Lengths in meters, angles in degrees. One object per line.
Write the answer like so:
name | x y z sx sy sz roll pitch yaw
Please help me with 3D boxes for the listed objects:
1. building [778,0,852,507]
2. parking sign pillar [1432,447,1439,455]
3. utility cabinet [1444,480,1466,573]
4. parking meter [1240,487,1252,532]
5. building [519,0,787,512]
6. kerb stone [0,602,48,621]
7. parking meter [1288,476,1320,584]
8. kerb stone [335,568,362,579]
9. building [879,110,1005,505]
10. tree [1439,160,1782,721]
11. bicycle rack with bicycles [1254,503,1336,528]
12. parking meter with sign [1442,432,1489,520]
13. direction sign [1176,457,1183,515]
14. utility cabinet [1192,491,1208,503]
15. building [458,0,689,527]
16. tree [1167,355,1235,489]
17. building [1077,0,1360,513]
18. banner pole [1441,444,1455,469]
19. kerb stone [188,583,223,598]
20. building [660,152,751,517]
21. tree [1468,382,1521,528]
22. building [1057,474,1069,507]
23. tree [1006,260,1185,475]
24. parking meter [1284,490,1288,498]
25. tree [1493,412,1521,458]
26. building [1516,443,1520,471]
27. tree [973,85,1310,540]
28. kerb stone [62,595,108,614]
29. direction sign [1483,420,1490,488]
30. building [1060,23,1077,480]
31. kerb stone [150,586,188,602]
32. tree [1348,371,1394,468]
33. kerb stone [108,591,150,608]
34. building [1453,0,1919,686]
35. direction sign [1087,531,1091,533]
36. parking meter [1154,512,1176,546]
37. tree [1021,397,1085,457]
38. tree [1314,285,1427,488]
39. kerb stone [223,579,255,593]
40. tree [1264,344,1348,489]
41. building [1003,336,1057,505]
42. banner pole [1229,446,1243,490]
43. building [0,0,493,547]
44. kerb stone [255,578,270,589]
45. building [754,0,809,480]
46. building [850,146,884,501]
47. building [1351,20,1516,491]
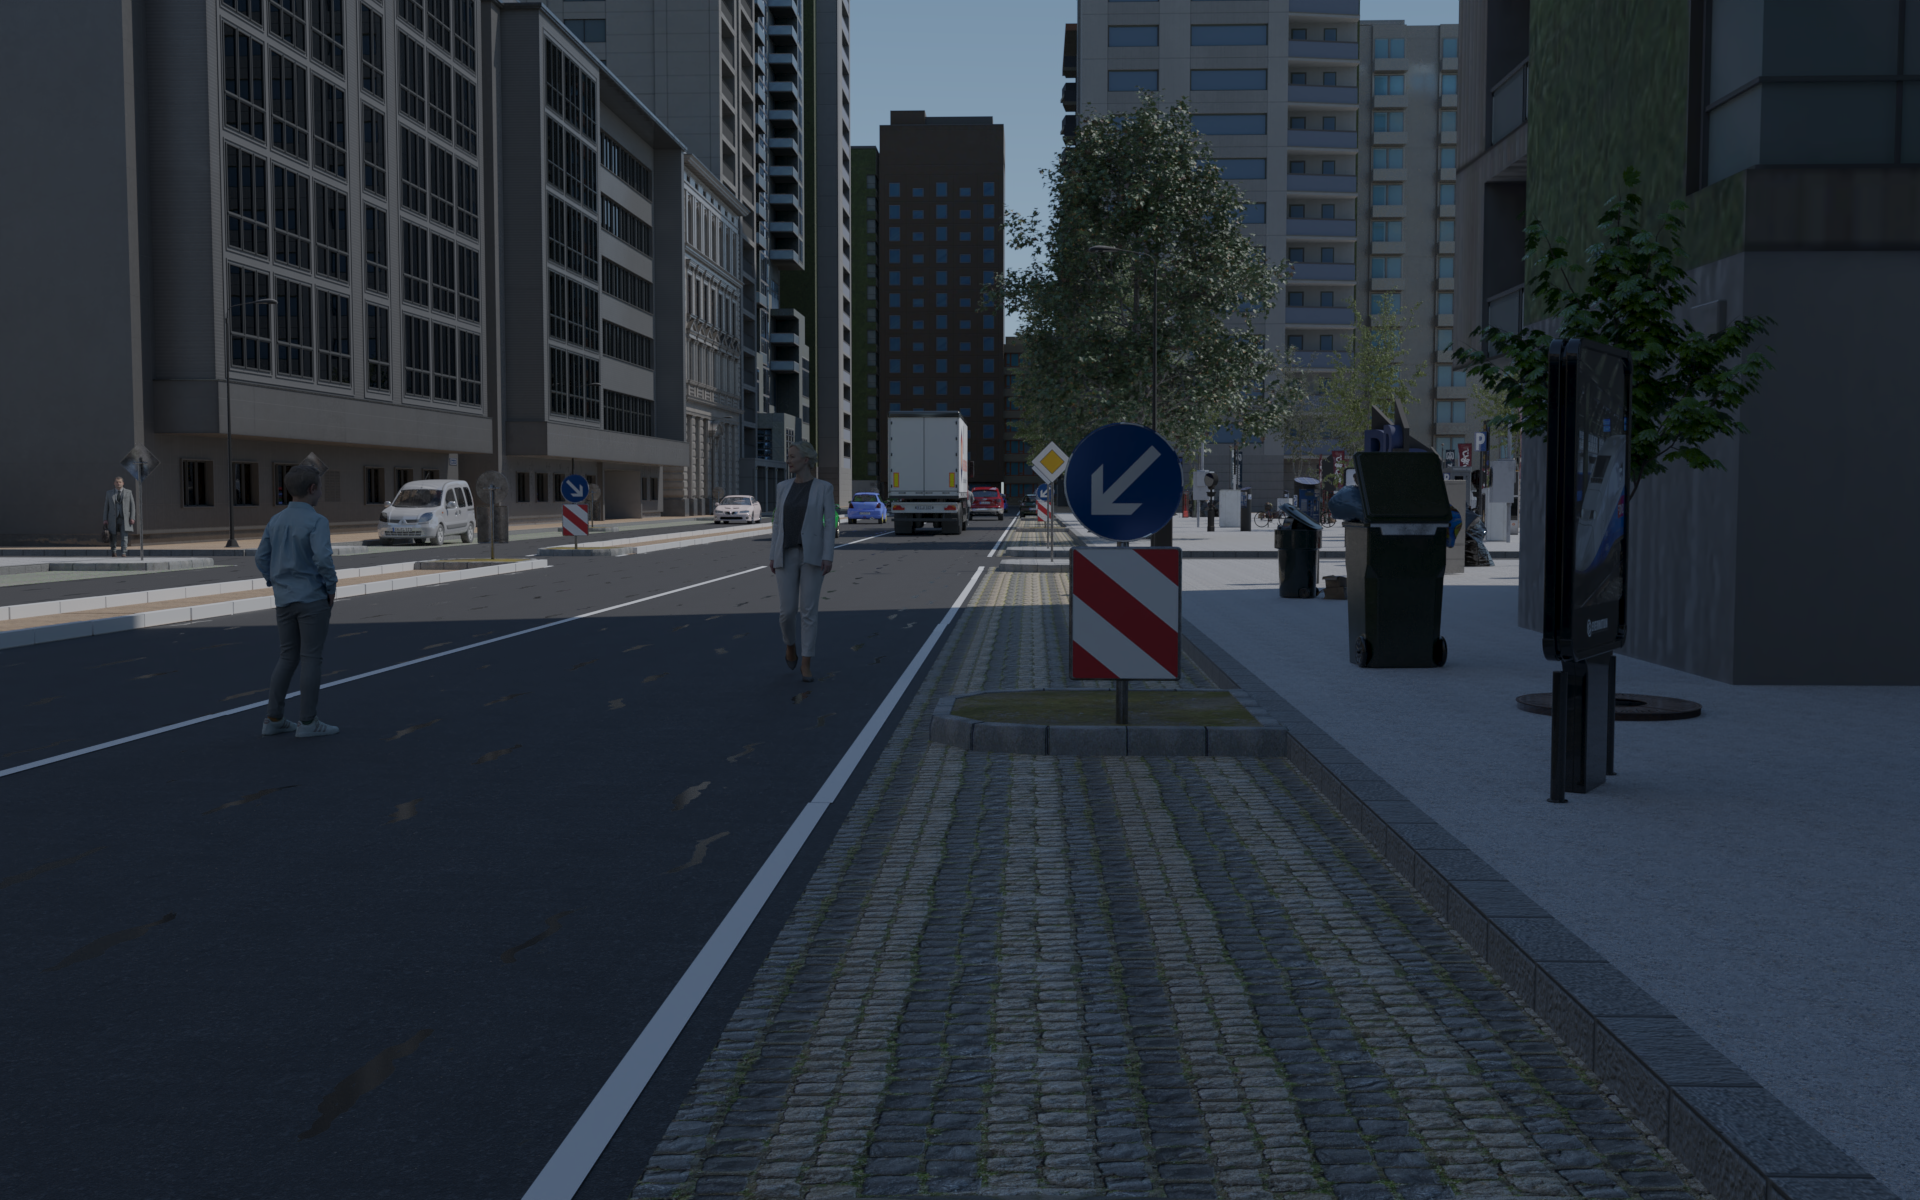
building | -25.893 -39.142 181.971 28.212 58.520 21.231 0 4 2
parking sign pillar | 19.507 -5.217 73.774 1.447 3.967 1.447 1 4 14
utility cabinet | 7.461 -1.158 27.608 1.173 1.500 0.318 -1 4 -19
parking meter | 9.810 -3.120 59.422 0.372 1.533 0.369 0 3 0
building | -23.616 -42.055 125.855 20.563 71.187 20.611 0 4 2
kerb stone | -10.819 0.124 20.162 0.120 0.150 1.000 0 4 2
parking meter | 4.965 -1.003 24.814 0.372 1.533 0.369 0 3 0
kerb stone | -10.444 -0.439 29.365 0.120 0.150 1.000 0 4 2
building | -1.824 -33.958 205.329 14.200 45.320 14.600 0 4 2
tree | 3.935 -0.947 10.086 1.663 3.219 1.824 0 3 0
bicycle rack with bicycles | 13.138 -3.256 66.624 2.925 0.926 2.852 3 4 37
parking meter with sign | 13.798 -3.177 48.206 1.738 3.016 0.543 -1 4 -19
direction sign | 13.025 -6.902 104.843 0.876 3.537 0.379 1 4 13
utility cabinet | 15.352 -6.241 110.719 1.173 1.500 0.318 -3 4 -38
building | -22.653 -16.036 81.251 14.314 24.678 30.058 0 4 2
tree | 11.602 -8.285 85.819 4.737 8.622 4.395 0 3 0
building | 19.404 -36.088 132.035 21.231 58.520 28.212 0 4 2
banner pole | 24.077 -5.852 85.701 0.863 3.779 0.401 2 4 34
kerb stone | -10.651 -0.126 24.248 0.120 0.150 1.000 0 4 2
building | -19.921 -16.977 106.458 11.050 23.489 19.941 0 4 2
tree | 21.382 -7.075 66.040 4.737 8.622 4.395 0 3 0
building | 17.330 -25.208 183.859 14.160 30.474 14.107 0 4 2
tree | 5.973 -9.489 73.273 7.486 12.596 7.792 0 3 0
parking meter | 20.399 -6.103 108.202 0.372 1.533 0.369 0 3 0
tree | 32.980 -9.205 100.858 4.360 8.622 3.978 0 3 0
building | 68.290 -45.258 178.213 20.611 71.187 20.563 0 4 2
tree | 5.091 -8.083 49.172 9.611 12.733 9.660 0 3 0
kerb stone | -10.779 0.063 21.183 0.120 0.150 1.000 0 4 2
direction sign | 16.142 -3.742 53.171 0.379 3.537 0.876 0 4 6
building | 20.449 -30.975 161.071 22.147 44.769 28.867 0 4 2
kerb stone | -10.691 -0.063 23.227 0.120 0.150 1.000 0 4 2
tree | 23.076 -9.241 101.451 4.360 8.622 3.978 0 3 0
kerb stone | -10.736 0.002 22.204 0.120 0.150 1.000 0 4 2
building | 12.481 -20.386 16.911 14.154 41.232 14.086 0 4 2
direction sign | 4.429 -4.017 57.673 0.379 3.537 0.876 -1 4 -20
parking meter | 2.917 -1.171 24.853 0.255 1.863 0.399 0 4 4
tree | 7.388 -10.819 111.295 7.601 10.594 8.767 0 4 0
tree | 14.687 -6.828 61.995 4.737 8.622 4.395 0 3 0
kerb stone | -10.615 -0.188 25.269 0.120 0.150 1.000 0 4 2
tree | 16.466 -8.184 84.173 4.360 8.622 3.978 0 3 0
building | 20.024 -22.494 212.809 28.899 21.520 27.650 0 4 2
banner pole | 14.163 -6.076 89.353 0.863 3.779 0.401 0 4 6
building | -25.019 -15.896 53.414 14.314 27.812 24.014 0 4 2
kerb stone | -10.568 -0.251 26.298 0.120 0.150 1.000 0 4 2
building | -24.455 -51.286 151.201 22.319 86.520 31.000 0 4 2
building | -16.164 -31.982 206.499 14.086 41.232 14.154 0 4 2
building | 41.913 -34.175 178.371 30.456 49.044 23.786 0 4 2
